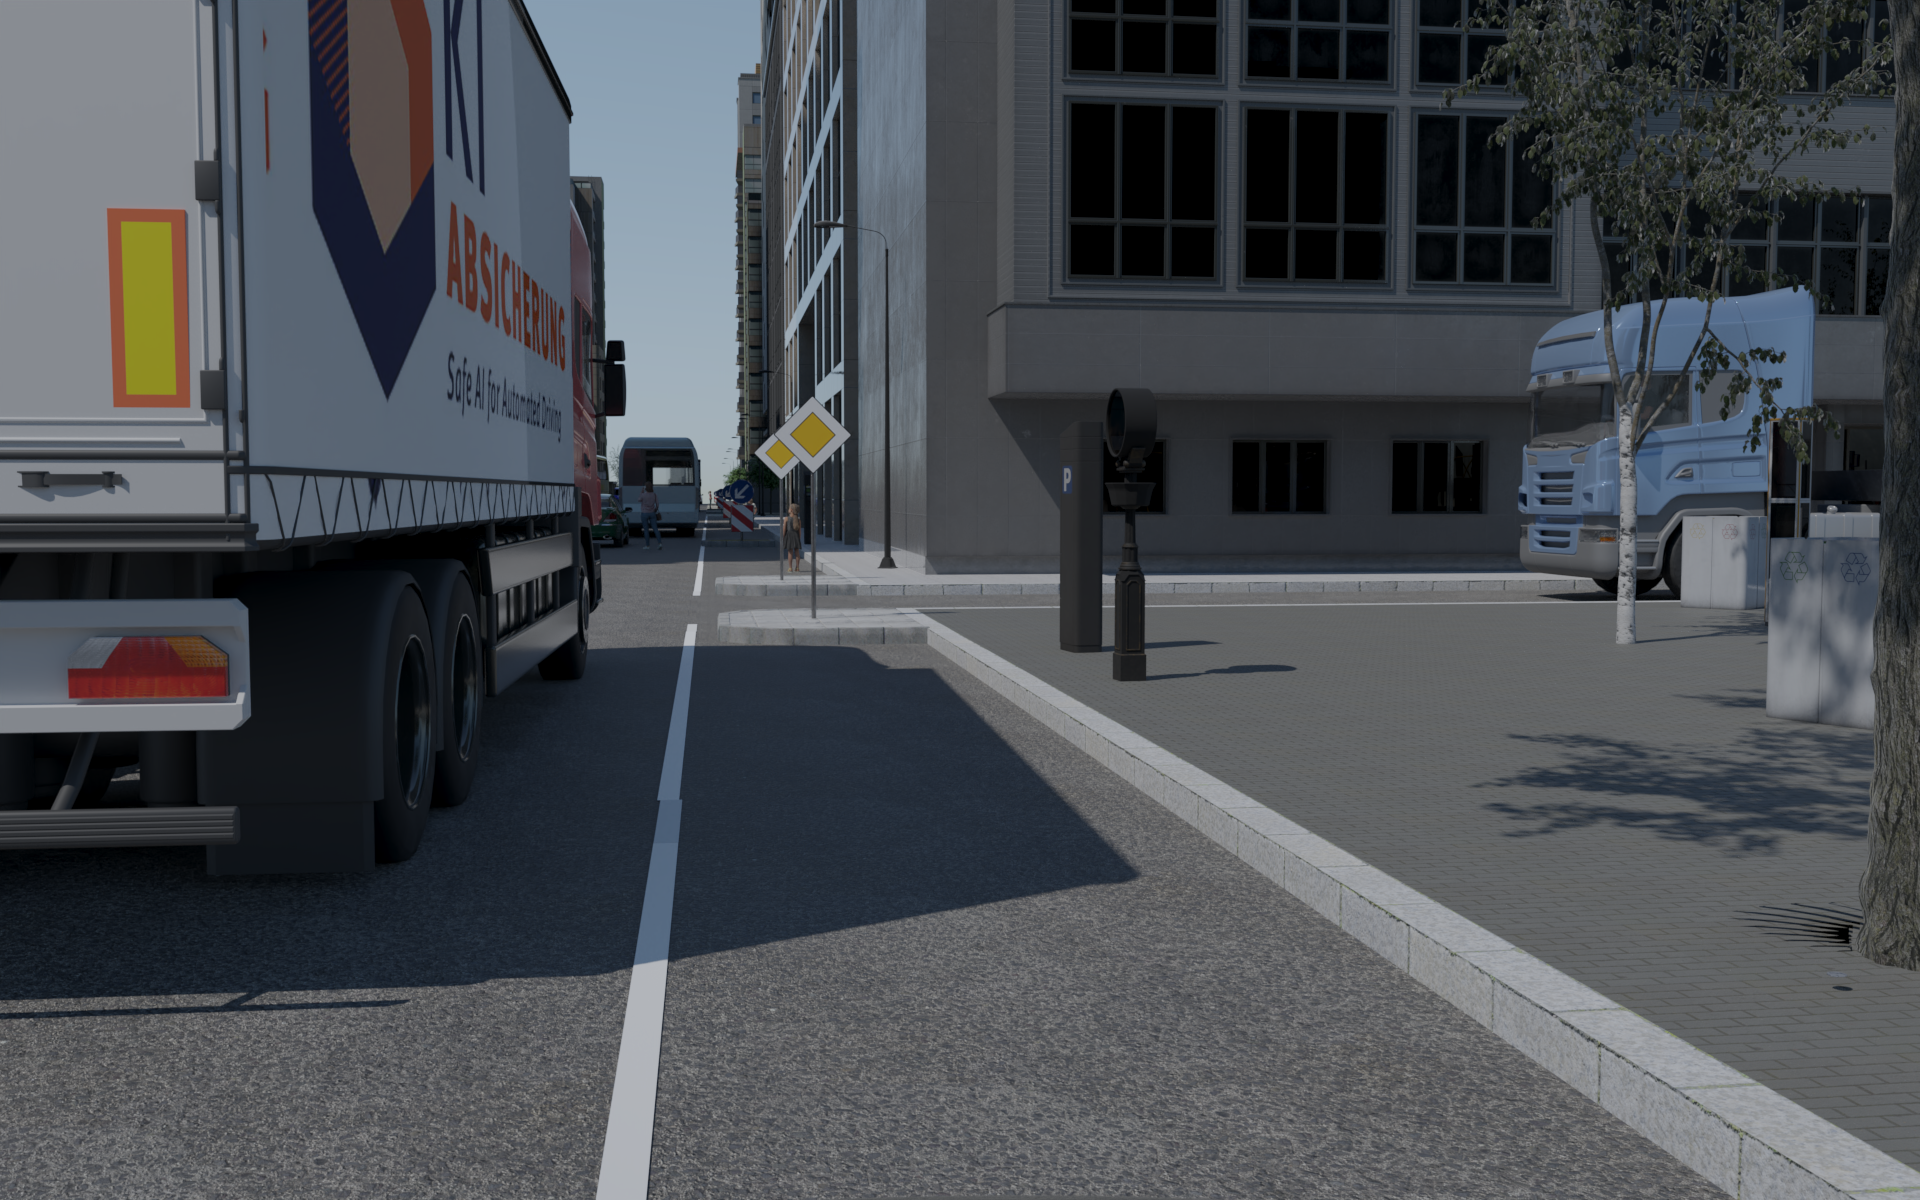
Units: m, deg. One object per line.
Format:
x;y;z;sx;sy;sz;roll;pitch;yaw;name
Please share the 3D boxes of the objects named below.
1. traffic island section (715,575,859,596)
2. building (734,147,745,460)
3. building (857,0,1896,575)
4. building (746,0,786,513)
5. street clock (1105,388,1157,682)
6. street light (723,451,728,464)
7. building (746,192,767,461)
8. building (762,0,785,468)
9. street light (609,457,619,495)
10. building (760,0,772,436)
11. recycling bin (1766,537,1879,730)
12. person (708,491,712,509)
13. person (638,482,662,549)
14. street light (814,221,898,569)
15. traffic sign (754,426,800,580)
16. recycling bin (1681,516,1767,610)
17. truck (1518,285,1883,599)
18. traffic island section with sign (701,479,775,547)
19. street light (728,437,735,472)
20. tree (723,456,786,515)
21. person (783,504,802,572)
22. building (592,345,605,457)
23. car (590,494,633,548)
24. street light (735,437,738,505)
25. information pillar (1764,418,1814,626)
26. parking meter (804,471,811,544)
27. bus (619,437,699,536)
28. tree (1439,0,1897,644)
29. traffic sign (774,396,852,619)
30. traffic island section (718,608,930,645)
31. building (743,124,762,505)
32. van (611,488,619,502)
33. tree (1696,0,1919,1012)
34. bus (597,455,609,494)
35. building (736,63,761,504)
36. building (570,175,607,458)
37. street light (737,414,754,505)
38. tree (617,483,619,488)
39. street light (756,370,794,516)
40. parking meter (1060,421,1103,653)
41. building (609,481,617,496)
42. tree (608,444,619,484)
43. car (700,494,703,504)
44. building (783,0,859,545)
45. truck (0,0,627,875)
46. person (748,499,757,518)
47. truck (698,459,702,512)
-2.629;-0.214;25.773;2.009;0.180;2.903;-1;4;-8;traffic island section
-16.929;-34.400;217.070;22.147;44.769;28.867;-1;4;-8;building
13.440;-13.153;34.124;30.058;24.678;14.314;-1;4;-8;building
-4.996;-41.911;123.493;20.563;71.187;20.611;-1;4;-8;building
1.168;-0.448;11.889;0.358;2.002;0.471;-1;4;-12;street clock
-24.547;-13.114;186.948;1.470;5.913;1.316;-1;4;-8;street light
-13.720;-24.299;168.984;14.160;30.474;14.107;-1;4;-8;building
-2.617;-18.101;89.459;14.314;27.812;24.014;-1;4;-8;building
-43.516;-14.979;217.447;1.470;5.913;1.316;-1;4;-8;street light
-3.177;-34.227;148.845;28.713;52.752;27.495;-1;4;-8;building
5.110;0.167;9.817;0.722;1.027;0.722;-2;4;-30;recycling bin
-23.958;-9.639;166.815;0.721;1.743;1.217;0;4;-3;person
-7.965;-2.181;44.743;0.593;1.750;0.643;-2;4;-31;person
-1.787;-3.494;29.672;1.470;5.913;1.316;-1;4;-8;street light
-2.652;-1.349;25.692;0.795;2.450;0.064;-1;4;-8;traffic sign
8.643;-0.429;19.566;0.722;1.027;0.722;3;5;45;recycling bin
16.511;-2.092;23.968;18.799;4.110;2.967;0;4;-6;truck
-6.143;-2.397;47.814;1.989;1.847;2.006;-1;4;-8;traffic island section with sign
-17.848;-10.287;140.725;1.470;5.913;1.316;-1;4;-8;street light
-11.853;-7.664;109.016;4.285;4.588;4.351;0;3;0;tree
-3.091;-1.138;31.781;0.362;1.253;0.373;-1;4;-22;person
-54.748;-21.328;193.758;27.650;21.520;28.899;-1;4;-8;building
-10.135;-2.199;47.752;2.131;1.459;4.920;0;4;-8;car
-12.756;-8.129;105.442;1.470;5.913;1.316;-1;4;-8;street light
8.044;-0.754;16.814;0.304;2.012;0.304;-3;5;-44;information pillar
-3.846;-2.355;44.219;0.255;1.863;0.399;-1;4;-11;parking meter
-10.895;-4.137;62.496;2.948;3.499;13.247;-1;4;-10;bus
5.743;-3.916;14.391;4.360;8.622;3.978;0;3;0;tree
-1.509;-0.865;17.789;0.795;2.450;0.064;-1;4;-8;traffic sign
-1.487;0.270;17.869;2.009;0.180;2.903;-1;4;-8;traffic island section
-17.293;-31.290;195.187;14.154;41.232;14.086;-1;4;-8;building
-30.828;-9.469;159.198;2.240;2.365;5.245;0;4;-7;van
2.748;-4.823;4.612;9.928;11.665;9.643;0;3;0;tree
-20.678;-6.216;93.182;2.896;3.916;12.252;0;4;-7;bus
-20.756;-43.006;245.148;21.231;58.520;28.212;-1;4;-8;building
-51.706;-32.561;215.961;14.154;41.232;14.086;-1;4;-8;building
-11.963;-7.810;100.240;1.470;5.913;1.316;-1;4;-8;street light
-49.755;-15.689;251.115;1.663;3.219;1.824;0;3;0;tree
-6.835;-5.653;64.962;1.470;5.913;1.316;-1;4;-8;street light
0.987;-0.515;14.128;0.255;1.863;0.399;-1;4;-17;parking meter
-63.226;-33.173;234.257;32.217;40.220;23.993;-1;4;-8;building
-50.314;-18.725;256.522;4.360;8.622;3.978;0;3;0;tree
-37.148;-14.323;242.845;2.281;1.827;5.304;0;4;-7;car
4.150;-15.696;61.146;19.350;26.468;34.151;-1;4;-8;building
-3.675;-1.281;9.859;2.839;4.237;11.283;0;4;-7;truck
-8.657;-3.612;72.238;0.352;1.250;0.332;-1;4;-22;person
-22.915;-9.510;144.399;2.839;4.237;11.283;-1;4;-9;truck
